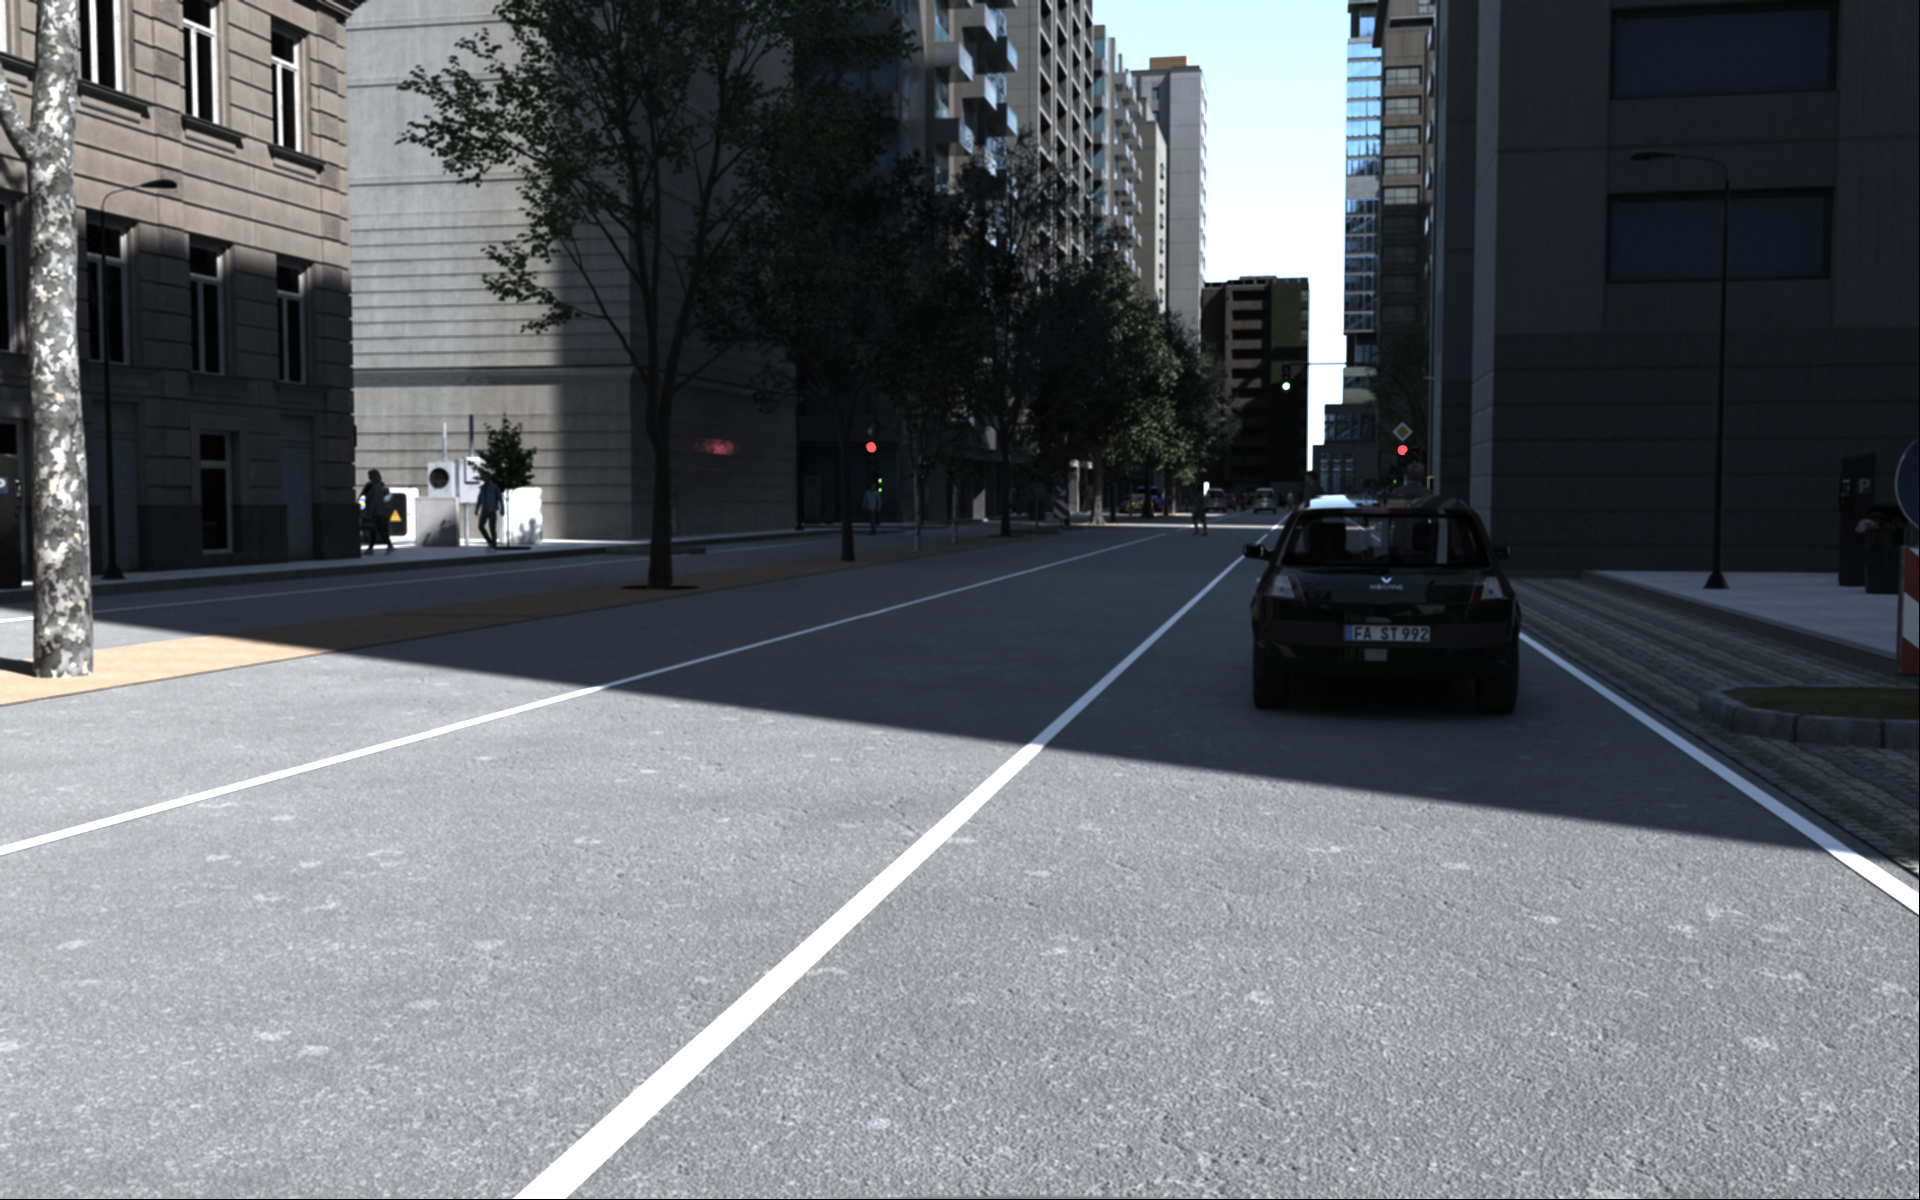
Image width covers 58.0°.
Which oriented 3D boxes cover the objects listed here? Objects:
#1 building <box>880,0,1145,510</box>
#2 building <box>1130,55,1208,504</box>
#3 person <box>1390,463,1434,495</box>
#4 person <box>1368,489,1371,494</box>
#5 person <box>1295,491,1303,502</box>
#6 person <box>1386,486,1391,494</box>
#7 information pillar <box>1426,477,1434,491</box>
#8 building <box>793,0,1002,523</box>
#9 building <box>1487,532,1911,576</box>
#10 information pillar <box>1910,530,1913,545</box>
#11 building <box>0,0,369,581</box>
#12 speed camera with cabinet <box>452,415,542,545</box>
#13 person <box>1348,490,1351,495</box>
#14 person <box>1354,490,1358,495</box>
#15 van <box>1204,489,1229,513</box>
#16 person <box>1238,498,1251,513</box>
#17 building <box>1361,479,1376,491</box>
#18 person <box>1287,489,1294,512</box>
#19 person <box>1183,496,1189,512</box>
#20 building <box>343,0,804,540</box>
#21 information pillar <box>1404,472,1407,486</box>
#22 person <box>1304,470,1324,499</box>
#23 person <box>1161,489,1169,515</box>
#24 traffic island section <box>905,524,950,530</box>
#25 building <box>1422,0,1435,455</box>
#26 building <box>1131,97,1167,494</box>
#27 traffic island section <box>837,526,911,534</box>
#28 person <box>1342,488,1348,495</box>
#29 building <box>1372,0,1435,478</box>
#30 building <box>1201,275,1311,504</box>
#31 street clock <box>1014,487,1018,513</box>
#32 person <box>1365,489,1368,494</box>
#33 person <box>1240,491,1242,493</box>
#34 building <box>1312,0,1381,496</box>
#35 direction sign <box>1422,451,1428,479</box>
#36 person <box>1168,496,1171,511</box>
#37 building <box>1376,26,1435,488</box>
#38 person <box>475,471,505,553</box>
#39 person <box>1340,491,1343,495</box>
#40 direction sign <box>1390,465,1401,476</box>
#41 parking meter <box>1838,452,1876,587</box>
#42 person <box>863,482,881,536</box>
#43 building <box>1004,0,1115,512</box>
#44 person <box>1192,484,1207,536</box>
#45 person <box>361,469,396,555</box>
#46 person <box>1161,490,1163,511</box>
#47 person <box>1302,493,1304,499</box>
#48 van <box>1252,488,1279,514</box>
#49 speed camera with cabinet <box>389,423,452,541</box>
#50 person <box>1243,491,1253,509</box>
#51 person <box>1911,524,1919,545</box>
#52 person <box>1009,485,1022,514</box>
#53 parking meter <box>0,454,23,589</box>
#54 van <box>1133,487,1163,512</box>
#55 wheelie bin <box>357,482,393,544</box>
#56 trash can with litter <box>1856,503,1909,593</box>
[{"bbox_3d":[7.166,-34.415,182.300,23.786,49.044,30.456,1,4,11],"label":"building"},{"bbox_3d":[19.550,-42.601,238.531,28.212,58.520,21.231,1,4,11],"label":"building"},{"bbox_3d":[5.045,-0.634,19.261,0.661,1.777,0.834,2,4,29],"label":"person"},{"bbox_3d":[40.299,-10.085,171.387,0.683,1.767,0.568,1,4,12],"label":"person"},{"bbox_3d":[36.761,-10.893,186.739,1.348,1.807,0.705,1,4,20],"label":"person"},{"bbox_3d":[19.505,-4.321,79.320,0.590,1.801,0.661,0,4,-1],"label":"person"},{"bbox_3d":[19.869,-4.202,73.198,0.304,2.012,0.304,0,4,-2],"label":"information pillar"},{"bbox_3d":[-9.349,-28.738,89.474,23.786,49.044,30.456,1,4,11],"label":"building"},{"bbox_3d":[22.032,-30.407,39.159,21.231,58.520,28.212,1,4,11],"label":"building"},{"bbox_3d":[15.374,-1.411,27.563,0.304,2.012,0.304,0,4,-4],"label":"information pillar"},{"bbox_3d":[-19.973,-13.822,23.259,12.463,27.353,25.104,1,4,11],"label":"building"},{"bbox_3d":[-11.646,-3.019,43.701,2.038,3.252,0.660,-2,4,-26],"label":"speed camera with cabinet"},{"bbox_3d":[34.549,-8.891,153.951,0.705,1.814,1.350,2,4,28],"label":"person"},{"bbox_3d":[47.318,-12.278,207.233,0.568,1.767,0.683,1,4,10],"label":"person"},{"bbox_3d":[19.896,-7.819,134.850,2.013,2.044,4.112,1,4,10],"label":"van"},{"bbox_3d":[21.947,-7.315,133.596,1.012,1.151,0.738,0,4,7],"label":"person"},{"bbox_3d":[62.923,-30.996,198.665,32.217,40.220,23.993,1,4,11],"label":"building"},{"bbox_3d":[26.061,-7.810,136.423,0.641,1.798,0.478,-1,4,-14],"label":"person"},{"bbox_3d":[17.731,-7.522,135.737,0.590,1.304,0.306,-2,4,-29],"label":"person"},{"bbox_3d":[-28.565,-17.298,59.239,44.131,29.872,17.030,1,4,11],"label":"building"},{"bbox_3d":[28.314,-7.292,110.585,0.504,3.616,0.183,-2,4,-34],"label":"information pillar"},{"bbox_3d":[6.091,-1.348,30.350,0.447,1.846,0.655,2,4,34],"label":"person"},{"bbox_3d":[14.282,-6.856,120.627,0.654,1.822,0.581,0,4,-5],"label":"person"},{"bbox_3d":[-1.590,-2.988,71.138,2.009,0.180,2.903,1,4,11],"label":"traffic island section"},{"bbox_3d":[44.840,-30.736,122.141,23.786,49.044,30.456,1,4,11],"label":"building"},{"bbox_3d":[13.564,-35.901,210.679,21.600,48.544,21.300,1,4,11],"label":"building"},{"bbox_3d":[-3.178,-2.510,63.312,2.009,0.180,2.903,1,4,11],"label":"traffic island section"},{"bbox_3d":[25.566,-6.512,114.929,0.822,1.834,0.622,-1,4,-11],"label":"person"},{"bbox_3d":[56.113,-35.731,173.441,28.713,52.752,27.495,1,4,11],"label":"building"},{"bbox_3d":[39.615,-28.145,231.873,14.107,30.474,14.160,1,4,11],"label":"building"},{"bbox_3d":[3.870,-7.074,120.234,0.471,2.002,0.358,-1,4,-8],"label":"street clock"},{"bbox_3d":[23.869,-5.627,101.165,0.598,1.740,0.731,0,4,8],"label":"person"},{"bbox_3d":[36.064,-13.072,222.362,0.705,1.807,1.348,-1,4,-9],"label":"person"},{"bbox_3d":[63.064,-56.116,230.169,31.000,86.520,22.319,1,4,11],"label":"building"},{"bbox_3d":[24.810,-6.085,91.493,0.876,3.537,0.379,-1,4,-15],"label":"direction sign"},{"bbox_3d":[17.671,-8.234,146.358,0.697,1.427,0.421,2,4,23],"label":"person"},{"bbox_3d":[44.577,-28.808,154.605,14.154,41.232,14.086,1,4,11],"label":"building"},{"bbox_3d":[-10.258,-1.921,37.797,0.601,1.785,0.444,2,4,24],"label":"person"},{"bbox_3d":[40.023,-10.505,180.703,0.683,1.767,0.568,-1,4,-17],"label":"person"},{"bbox_3d":[33.579,-8.664,133.649,0.876,3.537,0.379,-1,4,-11],"label":"direction sign"},{"bbox_3d":[12.460,-1.123,24.075,0.399,1.863,0.255,0,4,-7],"label":"parking meter"},{"bbox_3d":[-2.975,-3.133,59.588,0.638,1.841,0.748,2,4,32],"label":"person"},{"bbox_3d":[3.478,-43.921,156.367,20.563,71.187,20.611,1,4,11],"label":"building"},{"bbox_3d":[8.282,-3.123,59.810,0.529,1.795,0.600,1,4,13],"label":"person"},{"bbox_3d":[-12.234,-1.840,36.313,0.728,1.800,0.709,-1,4,-9],"label":"person"},{"bbox_3d":[16.762,-8.178,142.569,0.716,1.782,0.532,1,4,15],"label":"person"},{"bbox_3d":[30.156,-8.710,151.365,0.683,1.767,0.568,1,4,14],"label":"person"},{"bbox_3d":[22.646,-7.434,128.550,2.013,2.044,4.112,1,4,11],"label":"van"},{"bbox_3d":[-14.974,-3.275,47.885,2.038,3.252,0.660,0,4,3],"label":"speed camera with cabinet"},{"bbox_3d":[27.310,-9.444,163.699,1.217,1.735,0.721,1,4,22],"label":"person"},{"bbox_3d":[13.545,-1.104,24.189,0.679,1.850,0.850,2,4,28],"label":"person"},{"bbox_3d":[3.494,-6.349,109.811,0.822,1.834,0.622,2,4,31],"label":"person"},{"bbox_3d":[-12.913,-1.082,23.406,0.399,1.863,0.255,-1,4,-11],"label":"parking meter"},{"bbox_3d":[15.109,-8.226,138.877,2.240,2.365,5.245,1,4,11],"label":"van"},{"bbox_3d":[-15.091,-2.257,44.811,0.693,1.594,0.980,1,4,22],"label":"wheelie bin"},{"bbox_3d":[11.991,-0.683,22.550,0.624,1.170,1.055,2,4,26],"label":"trash can with litter"}]
